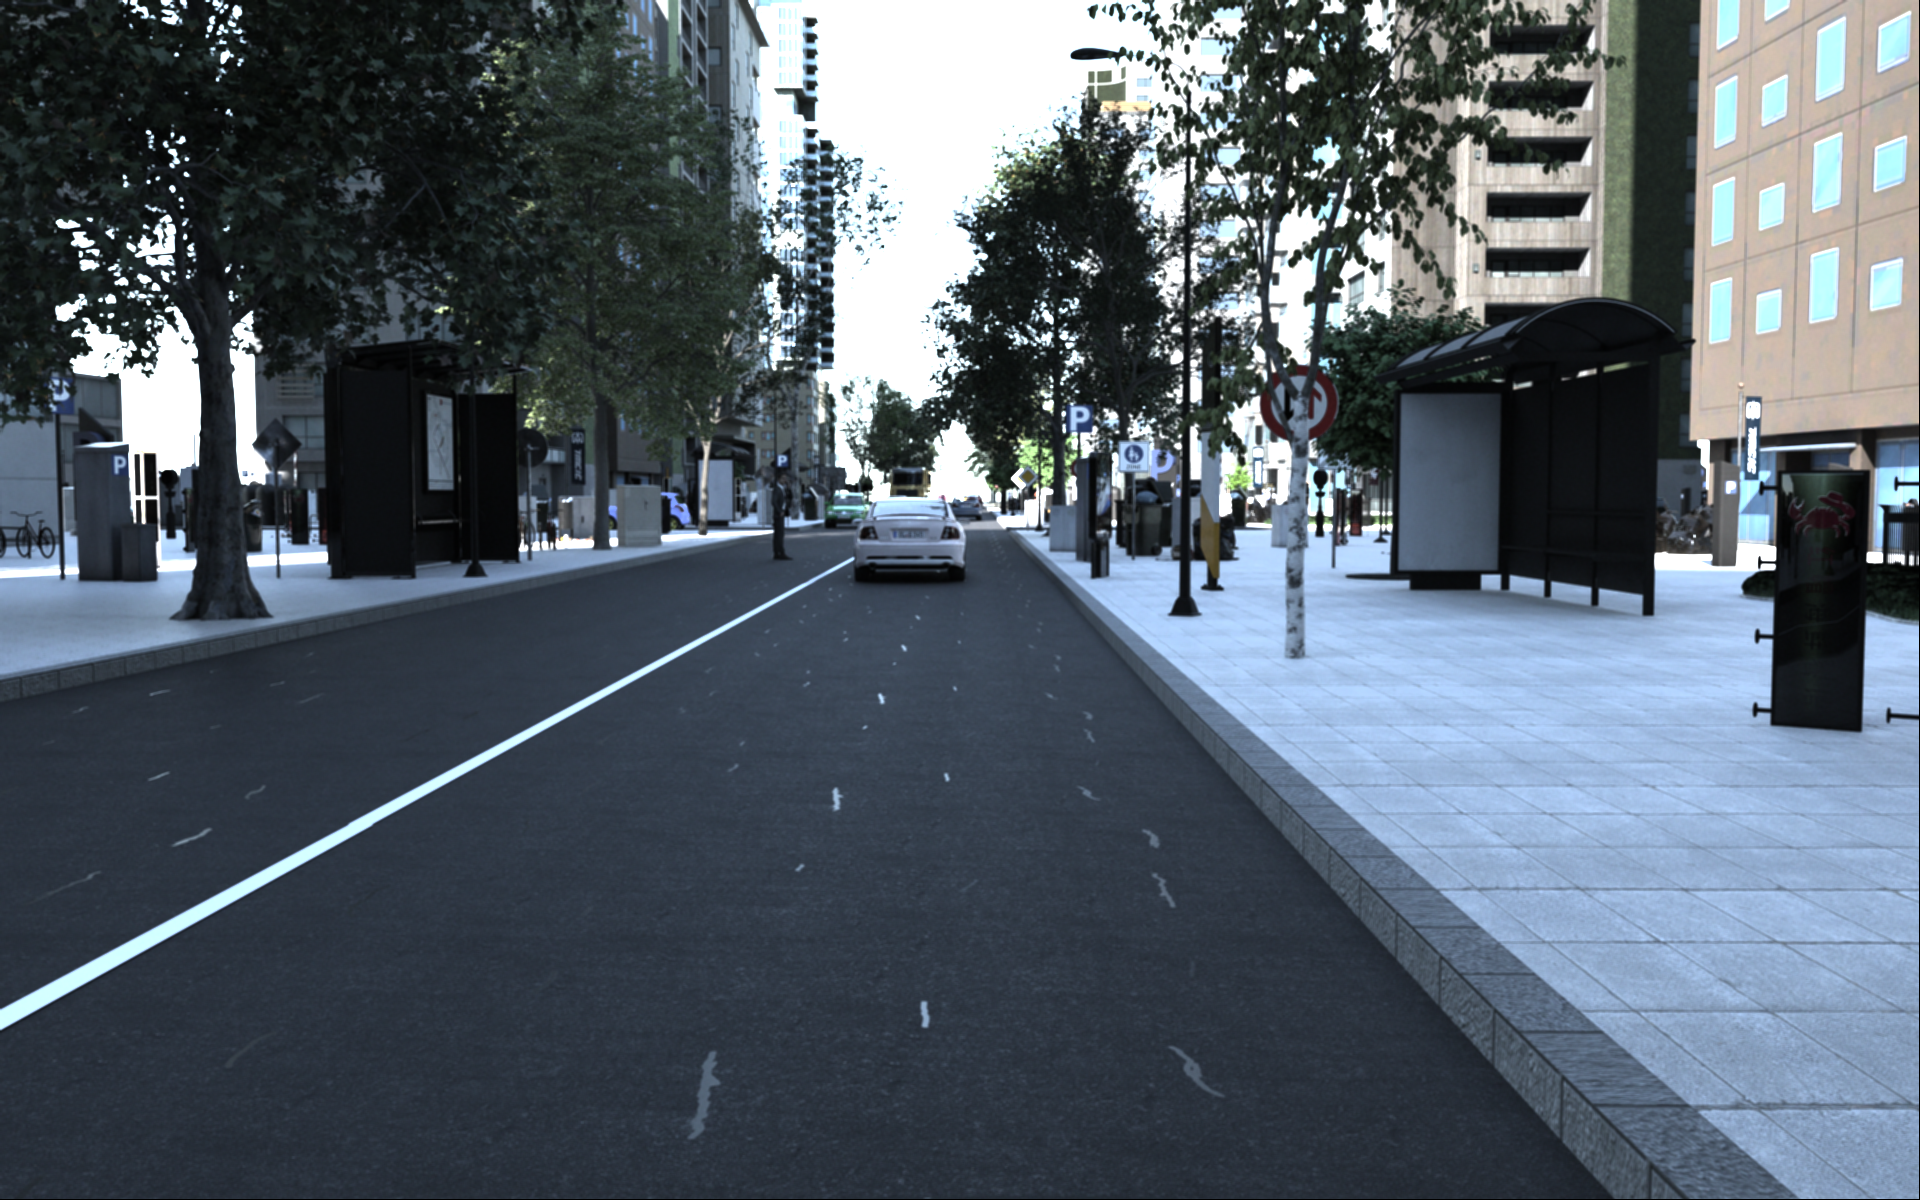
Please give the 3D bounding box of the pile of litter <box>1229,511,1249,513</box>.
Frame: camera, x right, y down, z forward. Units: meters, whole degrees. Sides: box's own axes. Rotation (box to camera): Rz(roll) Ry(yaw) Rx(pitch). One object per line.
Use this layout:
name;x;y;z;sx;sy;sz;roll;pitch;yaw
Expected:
pile of litter;5.980;-1.627;40.563;1.176;0.858;1.719;1;4;20

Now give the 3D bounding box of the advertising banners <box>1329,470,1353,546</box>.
advertising banners;9.392;-2.860;42.941;0.090;3.025;2.074;2;4;24

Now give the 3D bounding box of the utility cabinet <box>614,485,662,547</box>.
utility cabinet;-7.796;-2.047;42.155;0.318;1.500;1.173;3;4;38

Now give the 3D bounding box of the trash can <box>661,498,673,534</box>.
trash can;-9.671;-2.717;56.079;0.748;1.137;0.748;0;3;0

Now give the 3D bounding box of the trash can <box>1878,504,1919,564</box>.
trash can;13.092;-0.751;23.940;0.748;1.137;0.748;0;3;0

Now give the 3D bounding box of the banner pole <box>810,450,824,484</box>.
banner pole;-8.312;-6.660;98.905;0.863;3.779;0.401;-3;5;-44

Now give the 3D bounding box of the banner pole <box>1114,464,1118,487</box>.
banner pole;12.298;-8.981;136.863;0.401;3.779;0.863;2;4;29

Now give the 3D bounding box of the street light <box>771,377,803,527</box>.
street light;-6.710;-5.840;68.027;1.470;5.913;1.316;0;4;0

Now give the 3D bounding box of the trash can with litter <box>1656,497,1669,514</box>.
trash can with litter;23.901;-2.904;58.871;0.624;1.170;1.055;0;4;4

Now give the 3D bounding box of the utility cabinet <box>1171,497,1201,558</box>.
utility cabinet;4.586;-1.453;34.911;0.306;1.237;1.020;2;4;30

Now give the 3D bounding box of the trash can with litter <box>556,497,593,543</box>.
trash can with litter;-10.305;-2.183;46.754;1.678;1.210;2.233;2;4;27

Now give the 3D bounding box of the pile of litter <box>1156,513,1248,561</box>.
pile of litter;4.604;-1.204;33.649;1.719;0.858;1.176;0;4;2

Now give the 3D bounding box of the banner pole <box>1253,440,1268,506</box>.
banner pole;13.928;-5.505;80.027;0.863;3.779;0.401;1;4;23

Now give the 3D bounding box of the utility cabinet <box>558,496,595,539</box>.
utility cabinet;-11.059;-2.375;50.000;1.020;1.237;0.306;0;4;-1

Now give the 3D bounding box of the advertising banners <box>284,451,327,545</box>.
advertising banners;-16.060;-2.917;43.877;2.074;3.025;0.090;0;4;7

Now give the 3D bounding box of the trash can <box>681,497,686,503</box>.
trash can;-13.590;-4.407;83.715;0.748;1.137;0.748;0;3;0

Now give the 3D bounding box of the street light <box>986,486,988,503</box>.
street light;2.847;-10.418;142.880;1.470;5.913;1.316;0;4;0

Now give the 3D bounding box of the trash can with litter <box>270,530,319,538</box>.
trash can with litter;-19.685;-2.484;51.672;1.678;1.210;2.233;-1;4;-21

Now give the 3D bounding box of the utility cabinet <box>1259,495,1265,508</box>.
utility cabinet;15.558;-4.775;89.237;0.306;1.237;1.020;1;4;13

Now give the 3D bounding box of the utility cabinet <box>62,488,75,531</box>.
utility cabinet;-29.801;-3.068;58.843;1.173;1.500;0.318;-3;4;-36

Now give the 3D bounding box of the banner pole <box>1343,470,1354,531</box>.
banner pole;13.459;-4.265;59.744;0.401;3.779;0.863;-1;4;-13

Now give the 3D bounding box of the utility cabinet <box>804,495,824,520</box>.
utility cabinet;-7.349;-4.651;87.207;1.020;1.237;0.306;1;4;15

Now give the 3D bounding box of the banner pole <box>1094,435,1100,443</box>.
banner pole;5.854;-5.050;72.579;0.863;3.779;0.401;1;4;18

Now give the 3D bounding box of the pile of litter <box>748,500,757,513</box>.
pile of litter;-13.980;-6.385;118.358;1.719;0.858;1.176;0;4;3

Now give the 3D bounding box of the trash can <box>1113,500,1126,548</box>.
trash can;4.045;-1.827;41.522;0.748;1.137;0.748;0;3;0

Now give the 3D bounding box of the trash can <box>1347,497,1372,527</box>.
trash can;15.735;-3.427;67.684;0.748;1.137;0.748;0;3;0

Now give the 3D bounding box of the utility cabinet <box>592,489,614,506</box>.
utility cabinet;-15.324;-4.058;75.027;1.173;1.500;0.318;-1;4;-18

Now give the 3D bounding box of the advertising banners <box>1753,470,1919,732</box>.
advertising banners;5.258;-0.780;8.948;2.074;3.025;0.090;3;4;38

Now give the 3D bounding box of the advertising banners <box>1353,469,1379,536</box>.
advertising banners;12.118;-3.477;53.035;0.090;3.025;2.074;-2;4;-34

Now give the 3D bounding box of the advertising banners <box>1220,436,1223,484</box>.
advertising banners;6.606;-3.033;45.775;0.090;3.025;2.074;2;4;29

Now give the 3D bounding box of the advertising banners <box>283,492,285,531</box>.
advertising banners;-22.291;-3.759;57.655;0.090;3.025;2.074;-2;4;-33

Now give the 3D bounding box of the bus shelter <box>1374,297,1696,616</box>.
bus shelter;6.563;-1.633;20.621;2.014;3.302;5.546;0;4;0

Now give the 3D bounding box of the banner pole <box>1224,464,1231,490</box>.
banner pole;22.052;-9.324;142.466;0.401;3.779;0.863;-3;4;-38

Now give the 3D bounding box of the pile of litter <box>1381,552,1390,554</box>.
pile of litter;9.856;-1.433;37.392;1.719;0.858;1.176;-1;4;-11

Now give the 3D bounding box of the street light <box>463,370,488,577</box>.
street light;-6.977;-3.312;26.684;1.470;5.913;1.316;0;4;0

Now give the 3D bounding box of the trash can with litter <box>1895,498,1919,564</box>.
trash can with litter;15.892;-1.090;28.883;1.678;1.210;2.233;1;4;15

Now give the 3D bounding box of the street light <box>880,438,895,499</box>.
street light;-6.080;-10.522;144.581;1.470;5.913;1.316;0;4;0

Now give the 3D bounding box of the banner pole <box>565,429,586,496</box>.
banner pole;-13.035;-4.183;58.412;0.863;3.779;0.401;-1;4;-11

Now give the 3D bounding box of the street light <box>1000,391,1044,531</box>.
street light;2.201;-5.325;59.611;1.470;5.913;1.316;0;4;0

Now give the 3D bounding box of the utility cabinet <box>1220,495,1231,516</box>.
utility cabinet;15.290;-5.349;98.615;1.020;1.237;0.306;0;4;1

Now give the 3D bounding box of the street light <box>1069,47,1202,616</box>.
street light;1.839;-2.791;18.171;1.470;5.913;1.316;0;4;0

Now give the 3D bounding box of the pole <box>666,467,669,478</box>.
pole;-22.361;-8.472;132.353;0.158;3.312;0.155;0;3;0

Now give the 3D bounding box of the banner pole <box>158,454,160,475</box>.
banner pole;-50.702;-7.286;109.146;0.401;3.779;0.863;3;5;43

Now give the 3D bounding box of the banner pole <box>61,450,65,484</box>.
banner pole;-50.859;-6.610;98.094;0.401;3.779;0.863;0;4;1

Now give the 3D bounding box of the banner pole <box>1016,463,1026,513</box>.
banner pole;3.978;-7.627;114.716;0.863;3.779;0.401;0;4;-4

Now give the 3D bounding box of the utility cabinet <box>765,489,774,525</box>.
utility cabinet;-7.730;-3.866;71.893;0.318;1.500;1.173;1;4;12

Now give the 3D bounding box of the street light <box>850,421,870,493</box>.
street light;-6.366;-8.376;109.489;1.470;5.913;1.316;0;4;0

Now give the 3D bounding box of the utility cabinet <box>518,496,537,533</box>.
utility cabinet;-14.317;-2.790;56.775;1.020;1.237;0.306;2;4;33

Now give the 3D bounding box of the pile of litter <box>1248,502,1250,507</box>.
pile of litter;17.891;-5.765;108.229;1.719;0.858;1.176;1;4;18

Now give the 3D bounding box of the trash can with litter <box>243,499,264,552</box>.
trash can with litter;-15.923;-1.641;38.212;1.055;1.170;0.624;-1;4;-10

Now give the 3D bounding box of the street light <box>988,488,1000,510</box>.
street light;2.548;-7.848;100.853;1.470;5.913;1.316;0;4;0

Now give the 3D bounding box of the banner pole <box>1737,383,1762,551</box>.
banner pole;17.771;-3.004;39.129;0.863;3.779;0.401;-1;4;-23

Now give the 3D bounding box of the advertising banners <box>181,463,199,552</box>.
advertising banners;-17.035;-2.611;38.879;0.090;3.025;2.074;0;4;-3
